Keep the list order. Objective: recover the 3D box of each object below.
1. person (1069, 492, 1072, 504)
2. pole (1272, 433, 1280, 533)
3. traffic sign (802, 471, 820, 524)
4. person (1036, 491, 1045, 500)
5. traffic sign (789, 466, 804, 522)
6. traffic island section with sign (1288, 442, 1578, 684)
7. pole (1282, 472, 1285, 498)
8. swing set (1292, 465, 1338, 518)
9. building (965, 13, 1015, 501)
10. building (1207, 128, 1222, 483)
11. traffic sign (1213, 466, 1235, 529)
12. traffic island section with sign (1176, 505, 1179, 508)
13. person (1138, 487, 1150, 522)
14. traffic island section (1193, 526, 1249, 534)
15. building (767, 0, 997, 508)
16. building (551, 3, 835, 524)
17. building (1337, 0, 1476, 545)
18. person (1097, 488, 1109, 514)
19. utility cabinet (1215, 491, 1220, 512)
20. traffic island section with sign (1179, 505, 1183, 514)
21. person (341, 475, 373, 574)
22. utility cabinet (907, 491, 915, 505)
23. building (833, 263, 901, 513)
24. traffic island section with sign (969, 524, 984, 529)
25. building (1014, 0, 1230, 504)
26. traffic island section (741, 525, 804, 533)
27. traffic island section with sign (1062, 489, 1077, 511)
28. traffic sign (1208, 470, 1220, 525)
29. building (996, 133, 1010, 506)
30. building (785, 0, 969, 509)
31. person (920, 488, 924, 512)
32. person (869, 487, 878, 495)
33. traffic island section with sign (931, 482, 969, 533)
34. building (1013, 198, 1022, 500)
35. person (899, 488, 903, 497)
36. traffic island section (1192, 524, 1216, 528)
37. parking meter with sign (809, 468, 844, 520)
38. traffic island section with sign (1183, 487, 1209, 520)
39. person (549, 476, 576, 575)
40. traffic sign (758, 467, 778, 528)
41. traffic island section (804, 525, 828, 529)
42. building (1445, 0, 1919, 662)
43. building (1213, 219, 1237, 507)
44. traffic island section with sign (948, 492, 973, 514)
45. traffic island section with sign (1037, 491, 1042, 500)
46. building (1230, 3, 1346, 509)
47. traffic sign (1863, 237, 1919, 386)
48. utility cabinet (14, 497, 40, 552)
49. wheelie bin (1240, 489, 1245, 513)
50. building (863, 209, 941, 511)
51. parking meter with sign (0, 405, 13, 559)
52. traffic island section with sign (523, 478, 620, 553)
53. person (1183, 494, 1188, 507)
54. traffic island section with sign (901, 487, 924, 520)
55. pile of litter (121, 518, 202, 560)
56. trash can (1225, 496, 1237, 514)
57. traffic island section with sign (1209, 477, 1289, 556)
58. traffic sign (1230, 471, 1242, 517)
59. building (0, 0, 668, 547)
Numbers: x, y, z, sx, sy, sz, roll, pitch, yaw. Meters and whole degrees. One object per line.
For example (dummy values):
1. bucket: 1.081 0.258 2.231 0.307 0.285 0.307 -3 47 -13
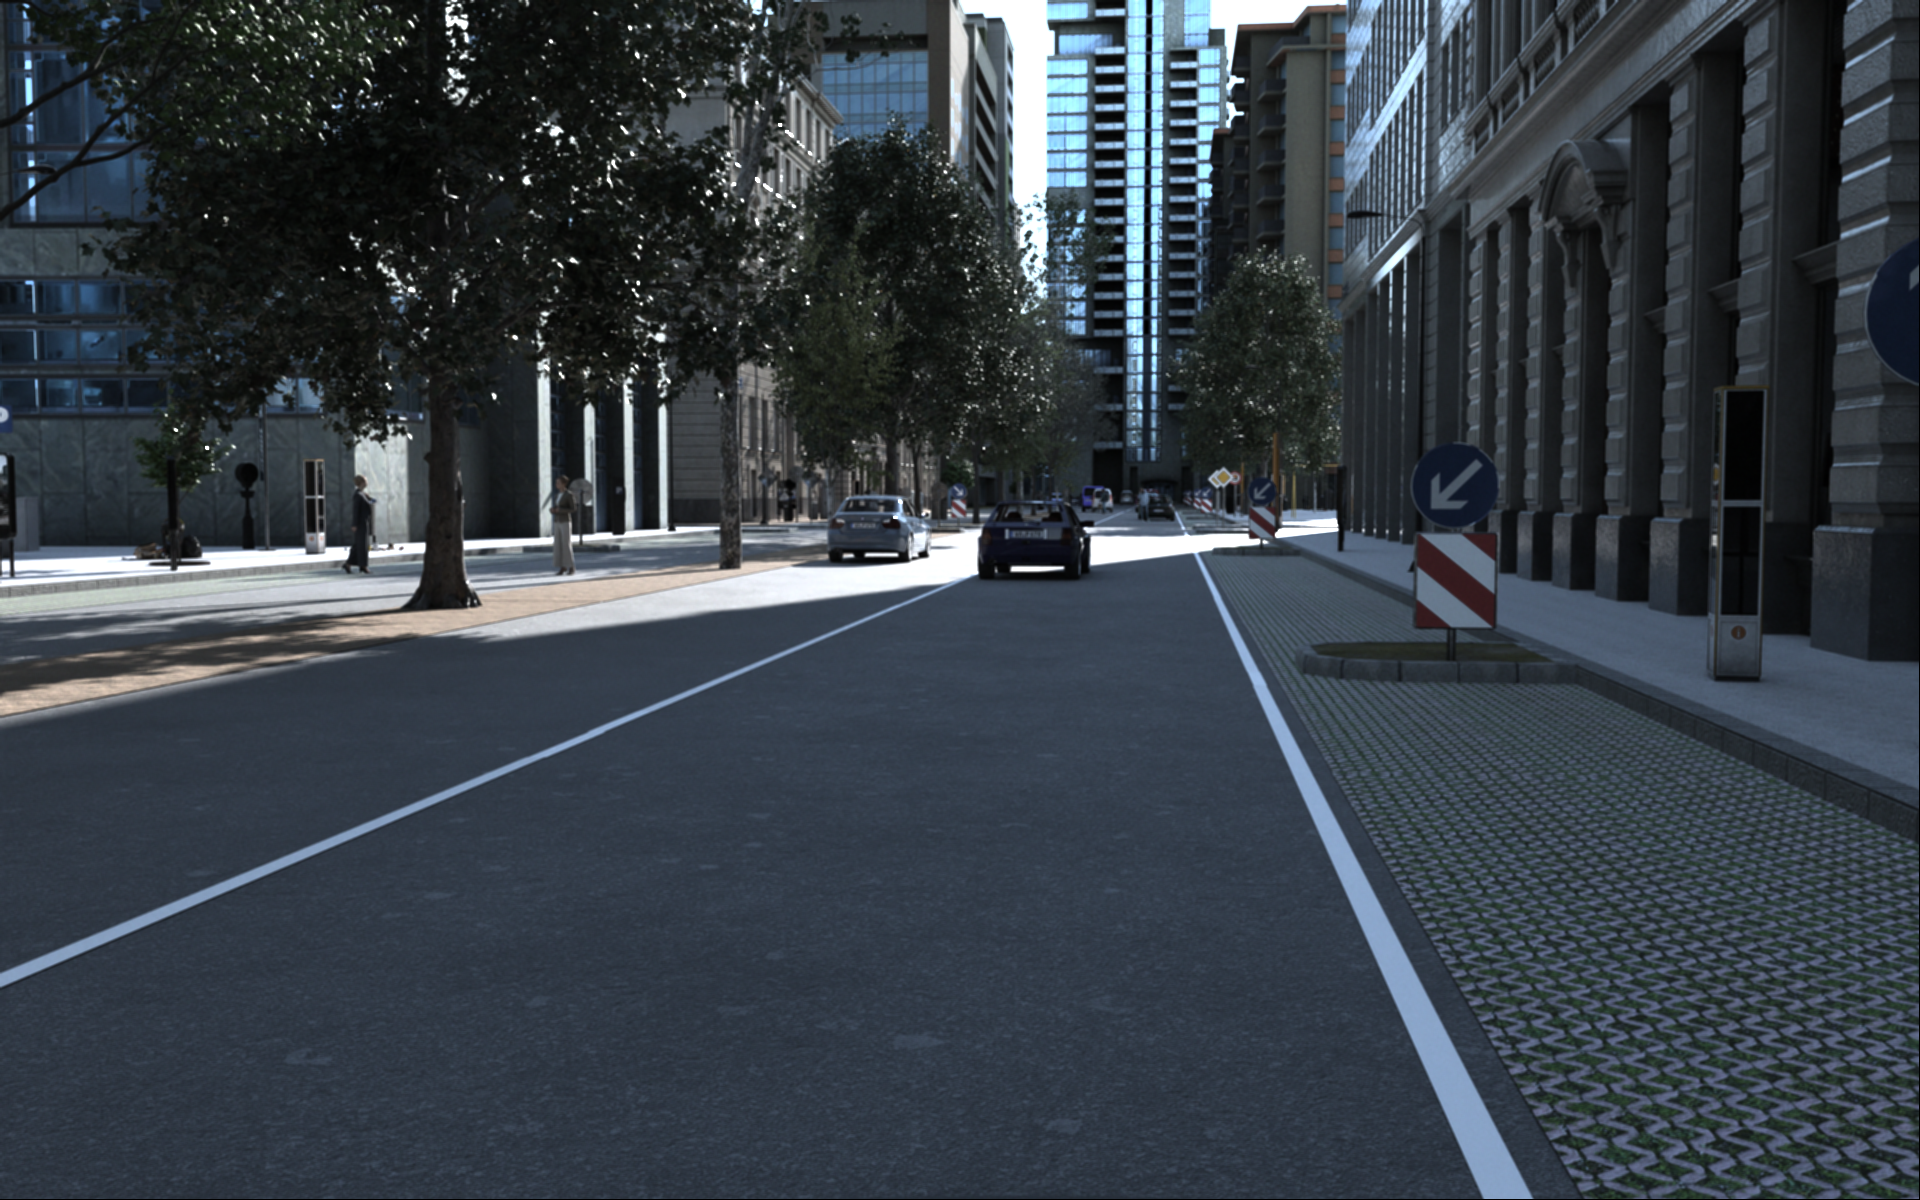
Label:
1. person: 12.425 -11.328 194.420 0.721 1.735 1.217 0 4 6
2. pole: 10.520 -3.905 57.693 0.158 3.312 0.155 0 3 0
3. traffic sign: -6.281 -4.246 73.056 0.795 2.450 0.064 0 4 7
4. person: 8.804 -11.146 191.450 1.217 1.736 0.721 -2 4 -25
5. traffic sign: -7.377 -4.780 78.256 0.768 2.556 0.104 1 4 10
6. traffic island section with sign: 3.764 -0.329 14.010 1.989 1.847 2.006 0 4 7
7. pole: 26.070 -8.910 139.529 0.158 3.312 0.155 0 3 0
8. swing set: 19.264 -5.842 93.143 3.119 2.851 2.862 0 4 8
9. building: -7.778 -41.043 213.054 28.212 58.520 21.231 0 4 7
10. building: 40.339 -33.587 203.778 22.147 44.769 28.867 0 4 7
11. traffic sign: 9.595 -3.637 63.106 0.795 2.450 0.064 0 4 7
12. traffic island section with sign: 22.659 -10.012 172.327 1.989 1.847 2.006 0 4 7
13. person: 9.439 -4.895 88.792 0.793 1.790 0.793 -2 4 -30
14. traffic island section: 9.619 -2.502 63.180 2.009 0.180 2.903 0 4 7
15. building: -7.946 -33.659 174.032 21.300 48.544 21.600 0 4 7
16. building: -14.159 -17.717 86.930 12.463 27.353 25.104 0 4 7
17. building: 17.095 -16.390 45.471 11.434 29.767 29.804 0 4 7
18. person: 10.093 -6.943 122.003 0.794 1.824 0.713 -3 5 -40
19. utility cabinet: 18.142 -6.932 122.024 0.318 1.500 1.173 0 4 7
20. traffic island section with sign: 16.822 -7.018 123.378 1.989 1.847 2.006 0 4 7
21. person: -10.749 -1.346 30.934 0.534 1.772 0.576 -2 4 -35
22. utility cabinet: -3.359 -6.557 115.891 0.318 1.500 1.173 2 4 29
23. building: -9.908 -14.945 108.986 10.561 19.102 19.286 0 4 7
24. traffic island section with sign: 0.024 -3.907 72.022 2.006 1.907 1.989 0 4 7
25. building: 23.961 -56.713 239.935 31.000 86.520 22.319 0 4 7
26. traffic island section: -7.252 -2.625 65.192 2.009 0.180 2.903 0 4 7
27. traffic island section with sign: 8.922 -8.471 146.634 2.006 1.907 1.989 0 4 7
28. traffic sign: 10.542 -4.122 71.035 0.795 2.450 0.064 0 4 7
29. building: -2.156 -31.065 191.502 14.154 41.232 14.086 0 4 7
30. building: -6.854 -30.907 155.442 14.600 45.320 14.200 0 4 7
31. person: -2.476 -5.854 104.404 0.606 1.804 0.583 -3 5 -41
32. person: -3.863 -4.317 79.277 0.606 1.804 0.583 3 5 40
33. traffic island section with sign: -0.864 -3.458 64.668 2.006 1.907 1.989 0 4 7
34. building: 1.089 -34.025 239.898 14.086 41.232 14.154 0 4 7
35. person: -3.096 -4.799 87.517 0.362 1.759 0.519 -2 4 -30
36. traffic island section: 10.566 -2.986 71.109 2.009 0.180 2.903 0 4 7
37. parking meter with sign: -6.752 -5.592 87.687 1.738 3.016 0.543 -2 4 -26
38. traffic island section with sign: 13.619 -5.381 96.613 1.989 1.847 2.006 0 4 7
39. person: -7.072 -1.325 30.707 0.519 1.759 0.362 3 4 38
40. traffic sign: -7.228 -3.761 65.127 0.795 2.450 0.064 0 4 7
41. traffic island section: -6.305 -3.110 73.121 2.009 0.180 2.903 0 4 7
42. building: 12.814 -11.761 21.170 11.050 23.489 19.941 0 4 7
43. building: 33.825 -25.134 182.636 14.160 30.474 14.107 0 4 7
44. traffic island section with sign: 0.223 -7.118 125.012 1.989 1.847 2.006 0 4 7
45. traffic island section with sign: 9.283 -11.759 200.892 1.989 1.847 2.006 0 4 7
46. building: 36.114 -30.930 160.329 22.147 44.769 28.867 0 4 7
47. traffic sign: 4.804 -0.513 8.495 0.768 2.556 0.104 1 4 11
48. utility cabinet: -20.945 -1.692 38.827 0.306 1.237 1.020 -1 4 -14
49. wheelie bin: 19.114 -6.587 115.605 0.693 1.594 0.980 -3 4 -37
50. building: -8.606 -20.439 131.440 12.463 27.353 25.104 0 4 7
51. parking meter with sign: -19.254 -2.346 34.611 0.543 3.016 1.738 -2 4 -32
52. traffic island section with sign: -9.563 -2.104 43.021 1.989 1.847 2.006 0 4 7
53. person: 23.886 -10.580 182.002 0.721 1.766 1.217 -3 4 -38
54. traffic island section with sign: -3.059 -5.436 97.513 1.989 1.847 2.006 0 4 7
55. pile of litter: -15.838 -1.250 34.400 1.176 0.858 1.719 3 5 41
56. trash can: 17.557 -6.156 112.301 0.748 1.137 0.748 0 3 0
57. traffic island section with sign: 6.960 -1.966 40.775 1.989 1.847 2.006 0 4 7
58. traffic sign: 15.228 -5.864 95.977 0.768 2.556 0.104 0 4 8
59. building: -27.392 -45.183 51.416 31.000 86.520 22.319 0 4 7
